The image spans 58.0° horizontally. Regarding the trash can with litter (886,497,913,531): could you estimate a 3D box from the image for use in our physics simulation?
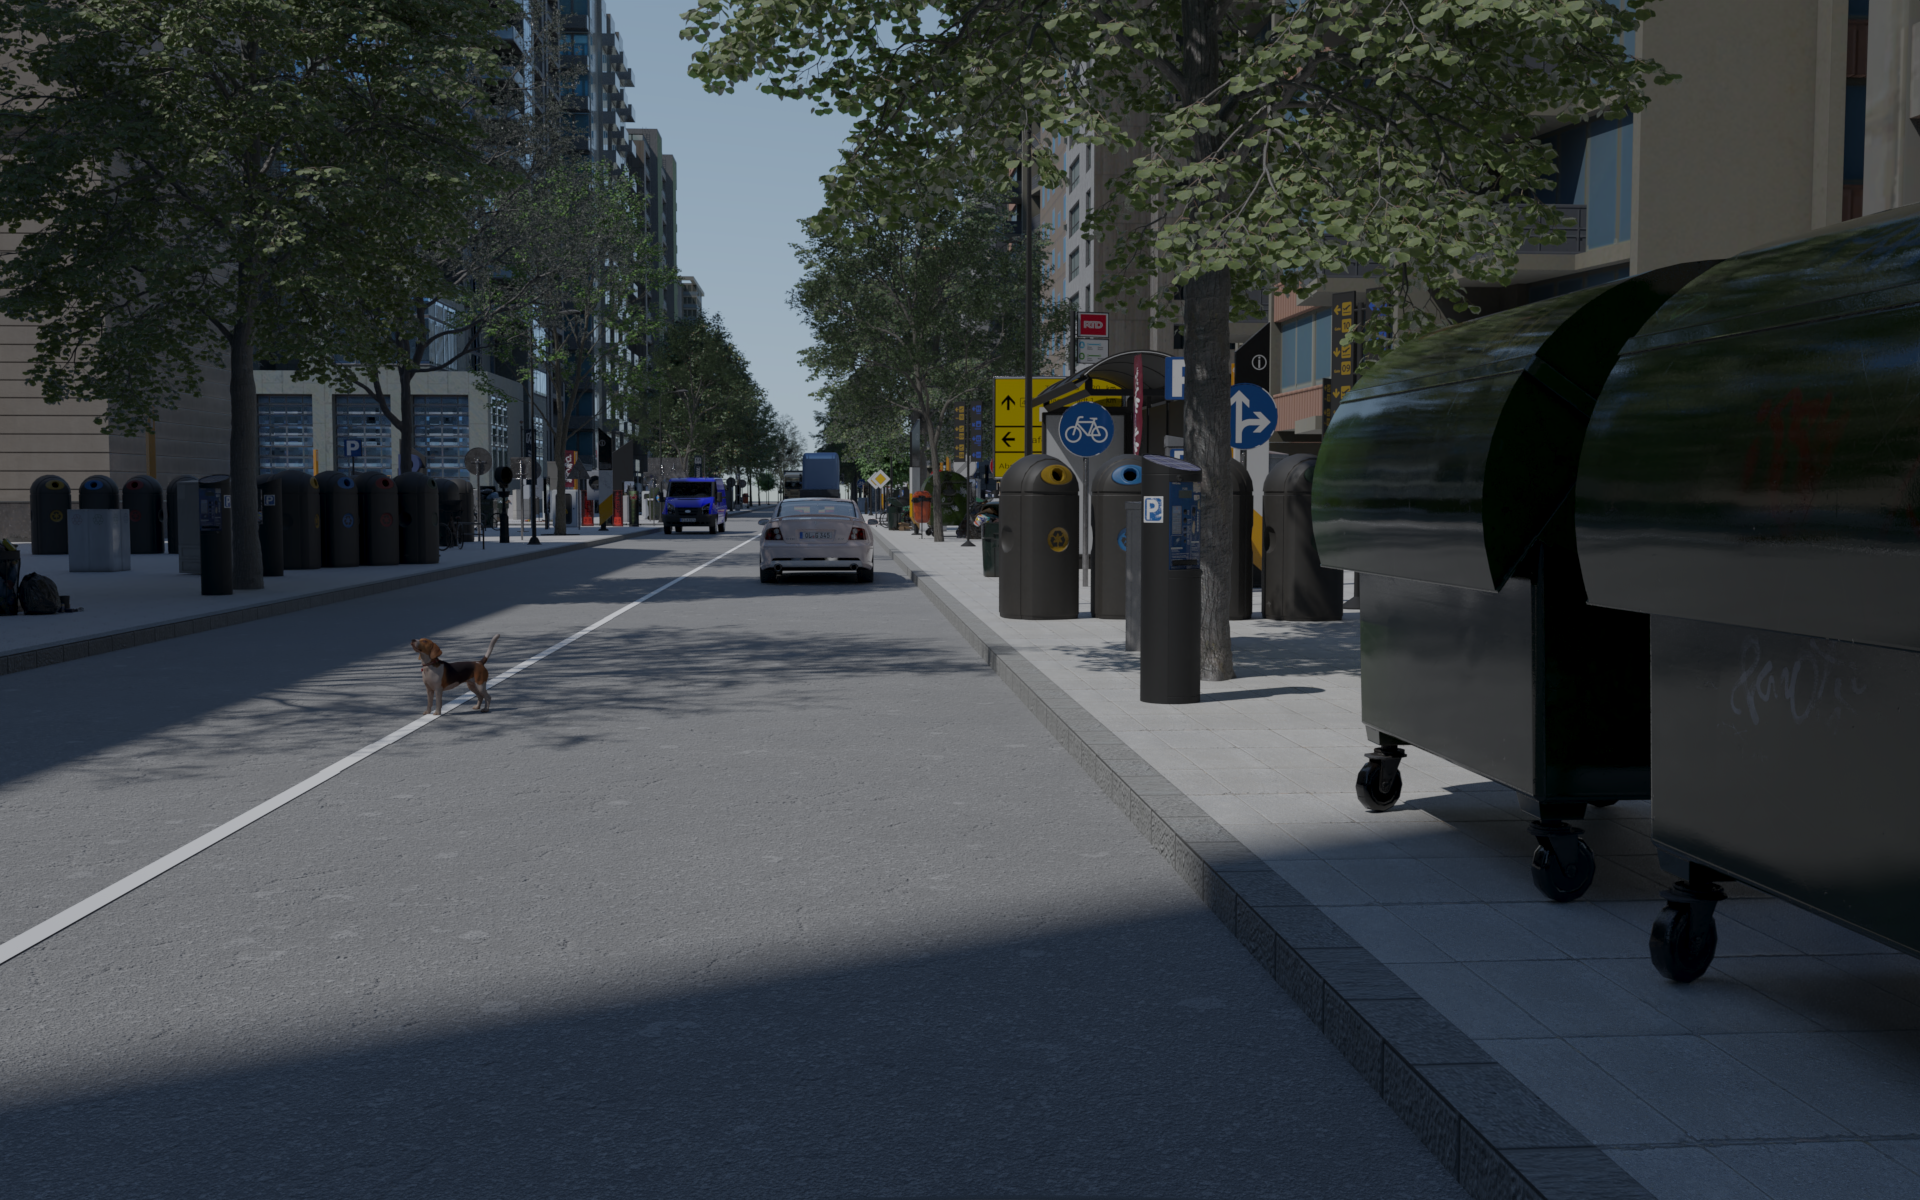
[{"bbox_3d":[-2.081,-3.003,60.486,1.055,1.170,0.624,3,5,43],"label":"trash can with litter"}]

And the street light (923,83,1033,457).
[{"bbox_3d":[0.241,-2.880,19.634,1.470,5.913,1.316,0,4,-4],"label":"street light"}]

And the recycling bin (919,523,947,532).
[{"bbox_3d":[-0.930,-2.859,59.302,0.722,1.027,0.722,-2,4,-35],"label":"recycling bin"}]

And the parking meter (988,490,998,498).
[{"bbox_3d":[2.102,-5.796,103.168,0.372,1.533,0.369,0,3,0],"label":"parking meter"}]

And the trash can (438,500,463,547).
[{"bbox_3d":[-12.555,-1.885,42.481,0.748,1.137,0.748,0,3,0],"label":"trash can"}]

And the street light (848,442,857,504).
[{"bbox_3d":[-5.835,-7.963,102.735,1.470,5.913,1.316,0,4,-4],"label":"street light"}]

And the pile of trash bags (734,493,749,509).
[{"bbox_3d":[-19.373,-8.547,149.488,3.447,1.369,1.912,3,5,44],"label":"pile of trash bags"}]

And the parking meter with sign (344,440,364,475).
[{"bbox_3d":[-19.427,-3.667,56.210,0.543,3.016,1.738,0,4,-3],"label":"parking meter with sign"}]

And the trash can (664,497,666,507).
[{"bbox_3d":[-14.871,-4.720,88.823,0.748,1.137,0.748,0,3,0],"label":"trash can"}]

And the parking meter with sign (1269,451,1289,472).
[{"bbox_3d":[5.389,-2.068,30.073,0.543,3.016,1.738,3,4,39],"label":"parking meter with sign"}]

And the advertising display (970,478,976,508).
[{"bbox_3d":[0.405,-3.996,70.551,0.123,1.923,0.974,2,4,24],"label":"advertising display"}]

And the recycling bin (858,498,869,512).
[{"bbox_3d":[-7.007,-6.909,125.510,0.722,1.027,0.722,0,4,3],"label":"recycling bin"}]

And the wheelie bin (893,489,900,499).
[{"bbox_3d":[-4.081,-6.430,113.045,0.693,1.594,0.980,-3,5,-42],"label":"wheelie bin"}]

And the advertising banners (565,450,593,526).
[{"bbox_3d":[-14.783,-4.443,68.831,2.074,3.025,0.090,-1,4,-11],"label":"advertising banners"}]

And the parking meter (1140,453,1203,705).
[{"bbox_3d":[1.302,-0.139,10.691,0.372,1.533,0.369,0,3,0],"label":"parking meter"}]

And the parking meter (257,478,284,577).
[{"bbox_3d":[-10.759,-1.137,26.996,0.372,1.533,0.369,0,3,0],"label":"parking meter"}]

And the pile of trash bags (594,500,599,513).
[{"bbox_3d":[-23.343,-6.437,114.997,1.912,1.369,3.447,-1,4,-19],"label":"pile of trash bags"}]

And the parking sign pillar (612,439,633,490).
[{"bbox_3d":[-16.671,-5.891,84.787,1.447,3.967,1.447,-1,4,-21],"label":"parking sign pillar"}]

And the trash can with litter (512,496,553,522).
[{"bbox_3d":[-19.197,-4.166,79.169,2.233,1.210,1.678,1,4,23],"label":"trash can with litter"}]

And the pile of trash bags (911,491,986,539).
[{"bbox_3d":[0.321,-2.439,49.637,3.447,1.369,1.912,0,4,0],"label":"pile of trash bags"}]

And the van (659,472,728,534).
[{"bbox_3d":[-9.700,-3.614,63.480,2.240,2.365,5.245,0,4,-3],"label":"van"}]

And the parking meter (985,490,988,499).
[{"bbox_3d":[1.808,-6.226,110.211,0.372,1.533,0.369,0,3,0],"label":"parking meter"}]

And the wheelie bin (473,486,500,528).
[{"bbox_3d":[-17.897,-3.534,65.687,0.980,1.594,0.693,0,3,0],"label":"wheelie bin"}]

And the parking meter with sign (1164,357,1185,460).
[{"bbox_3d":[2.947,-1.628,22.887,0.543,3.016,1.738,0,4,5],"label":"parking meter with sign"}]

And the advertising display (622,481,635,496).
[{"bbox_3d":[-15.853,-4.747,82.830,0.123,1.923,0.974,1,4,21],"label":"advertising display"}]

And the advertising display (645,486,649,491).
[{"bbox_3d":[-23.674,-7.789,132.561,0.974,1.923,0.123,-3,4,-39],"label":"advertising display"}]

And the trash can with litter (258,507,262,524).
[{"bbox_3d":[-12.893,-1.288,32.445,0.624,1.170,1.055,-2,4,-26],"label":"trash can with litter"}]

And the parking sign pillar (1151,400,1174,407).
[{"bbox_3d":[4.602,-3.078,38.804,1.447,3.967,1.447,-1,4,-14],"label":"parking sign pillar"}]

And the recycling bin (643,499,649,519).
[{"bbox_3d":[-15.659,-4.601,87.779,0.722,1.027,0.722,-1,4,-17],"label":"recycling bin"}]

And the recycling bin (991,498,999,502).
[{"bbox_3d":[2.253,-5.317,99.484,0.722,1.027,0.722,3,5,41],"label":"recycling bin"}]

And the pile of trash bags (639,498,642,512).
[{"bbox_3d":[-28.588,-8.520,149.048,1.912,1.369,3.447,0,4,3],"label":"pile of trash bags"}]

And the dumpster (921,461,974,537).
[{"bbox_3d":[-0.402,-3.040,52.193,1.502,2.255,1.985,0,4,-4],"label":"dumpster"}]

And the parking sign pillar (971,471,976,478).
[{"bbox_3d":[0.630,-7.891,117.492,1.447,3.967,1.447,2,4,29],"label":"parking sign pillar"}]

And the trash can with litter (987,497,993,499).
[{"bbox_3d":[0.613,-2.786,56.931,1.055,1.170,0.624,2,4,29],"label":"trash can with litter"}]

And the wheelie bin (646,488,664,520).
[{"bbox_3d":[-14.922,-4.708,84.878,0.980,1.594,0.693,3,5,42],"label":"wheelie bin"}]

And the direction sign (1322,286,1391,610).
[{"bbox_3d":[4.438,-1.668,19.272,0.379,3.537,0.876,-2,4,-31],"label":"direction sign"}]

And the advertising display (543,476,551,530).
[{"bbox_3d":[-15.040,-3.538,63.060,0.123,1.923,0.974,0,4,-6],"label":"advertising display"}]

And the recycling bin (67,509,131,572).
[{"bbox_3d":[-14.288,-0.991,28.755,0.722,1.027,0.722,0,4,-1],"label":"recycling bin"}]

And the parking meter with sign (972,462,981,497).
[{"bbox_3d":[0.733,-5.185,81.040,0.543,3.016,1.738,1,4,9],"label":"parking meter with sign"}]

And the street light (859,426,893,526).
[{"bbox_3d":[-3.301,-5.942,69.694,1.470,5.913,1.316,0,4,-4],"label":"street light"}]

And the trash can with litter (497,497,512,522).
[{"bbox_3d":[-21.247,-4.199,80.033,0.624,1.170,1.055,1,4,23],"label":"trash can with litter"}]

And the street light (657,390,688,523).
[{"bbox_3d":[-12.796,-6.403,77.228,1.470,5.913,1.316,0,4,-4],"label":"street light"}]

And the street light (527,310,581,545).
[{"bbox_3d":[-10.258,-4.358,43.790,1.470,5.913,1.316,0,4,-4],"label":"street light"}]

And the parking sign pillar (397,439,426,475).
[{"bbox_3d":[-26.638,-5.855,84.199,1.447,3.967,1.447,0,4,7],"label":"parking sign pillar"}]

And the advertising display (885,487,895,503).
[{"bbox_3d":[-6.004,-8.631,146.336,0.974,1.923,0.123,1,4,14],"label":"advertising display"}]

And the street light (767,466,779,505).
[{"bbox_3d":[-21.920,-14.108,203.204,1.470,5.913,1.316,0,4,-4],"label":"street light"}]

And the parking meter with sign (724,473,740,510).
[{"bbox_3d":[-19.175,-9.023,143.789,1.738,3.016,0.543,2,4,25],"label":"parking meter with sign"}]

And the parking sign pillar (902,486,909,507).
[{"bbox_3d":[-2.924,-7.136,105.141,1.447,3.967,1.447,-2,4,-27],"label":"parking sign pillar"}]

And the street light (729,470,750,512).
[{"bbox_3d":[-16.255,-9.450,127.049,1.470,5.913,1.316,0,4,-4],"label":"street light"}]

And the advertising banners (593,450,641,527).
[{"bbox_3d":[-13.450,-4.401,68.141,2.074,3.025,0.090,2,4,23],"label":"advertising banners"}]

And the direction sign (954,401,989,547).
[{"bbox_3d":[0.201,-3.075,42.273,0.876,3.537,0.379,3,5,40],"label":"direction sign"}]

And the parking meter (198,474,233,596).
[{"bbox_3d":[-9.458,-0.831,22.005,0.372,1.533,0.369,0,3,0],"label":"parking meter"}]

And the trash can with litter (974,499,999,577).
[{"bbox_3d":[0.542,-0.959,27.060,0.624,1.170,1.055,0,4,2],"label":"trash can with litter"}]

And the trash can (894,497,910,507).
[{"bbox_3d":[-3.109,-4.650,87.684,0.748,1.137,0.748,0,3,0],"label":"trash can"}]
